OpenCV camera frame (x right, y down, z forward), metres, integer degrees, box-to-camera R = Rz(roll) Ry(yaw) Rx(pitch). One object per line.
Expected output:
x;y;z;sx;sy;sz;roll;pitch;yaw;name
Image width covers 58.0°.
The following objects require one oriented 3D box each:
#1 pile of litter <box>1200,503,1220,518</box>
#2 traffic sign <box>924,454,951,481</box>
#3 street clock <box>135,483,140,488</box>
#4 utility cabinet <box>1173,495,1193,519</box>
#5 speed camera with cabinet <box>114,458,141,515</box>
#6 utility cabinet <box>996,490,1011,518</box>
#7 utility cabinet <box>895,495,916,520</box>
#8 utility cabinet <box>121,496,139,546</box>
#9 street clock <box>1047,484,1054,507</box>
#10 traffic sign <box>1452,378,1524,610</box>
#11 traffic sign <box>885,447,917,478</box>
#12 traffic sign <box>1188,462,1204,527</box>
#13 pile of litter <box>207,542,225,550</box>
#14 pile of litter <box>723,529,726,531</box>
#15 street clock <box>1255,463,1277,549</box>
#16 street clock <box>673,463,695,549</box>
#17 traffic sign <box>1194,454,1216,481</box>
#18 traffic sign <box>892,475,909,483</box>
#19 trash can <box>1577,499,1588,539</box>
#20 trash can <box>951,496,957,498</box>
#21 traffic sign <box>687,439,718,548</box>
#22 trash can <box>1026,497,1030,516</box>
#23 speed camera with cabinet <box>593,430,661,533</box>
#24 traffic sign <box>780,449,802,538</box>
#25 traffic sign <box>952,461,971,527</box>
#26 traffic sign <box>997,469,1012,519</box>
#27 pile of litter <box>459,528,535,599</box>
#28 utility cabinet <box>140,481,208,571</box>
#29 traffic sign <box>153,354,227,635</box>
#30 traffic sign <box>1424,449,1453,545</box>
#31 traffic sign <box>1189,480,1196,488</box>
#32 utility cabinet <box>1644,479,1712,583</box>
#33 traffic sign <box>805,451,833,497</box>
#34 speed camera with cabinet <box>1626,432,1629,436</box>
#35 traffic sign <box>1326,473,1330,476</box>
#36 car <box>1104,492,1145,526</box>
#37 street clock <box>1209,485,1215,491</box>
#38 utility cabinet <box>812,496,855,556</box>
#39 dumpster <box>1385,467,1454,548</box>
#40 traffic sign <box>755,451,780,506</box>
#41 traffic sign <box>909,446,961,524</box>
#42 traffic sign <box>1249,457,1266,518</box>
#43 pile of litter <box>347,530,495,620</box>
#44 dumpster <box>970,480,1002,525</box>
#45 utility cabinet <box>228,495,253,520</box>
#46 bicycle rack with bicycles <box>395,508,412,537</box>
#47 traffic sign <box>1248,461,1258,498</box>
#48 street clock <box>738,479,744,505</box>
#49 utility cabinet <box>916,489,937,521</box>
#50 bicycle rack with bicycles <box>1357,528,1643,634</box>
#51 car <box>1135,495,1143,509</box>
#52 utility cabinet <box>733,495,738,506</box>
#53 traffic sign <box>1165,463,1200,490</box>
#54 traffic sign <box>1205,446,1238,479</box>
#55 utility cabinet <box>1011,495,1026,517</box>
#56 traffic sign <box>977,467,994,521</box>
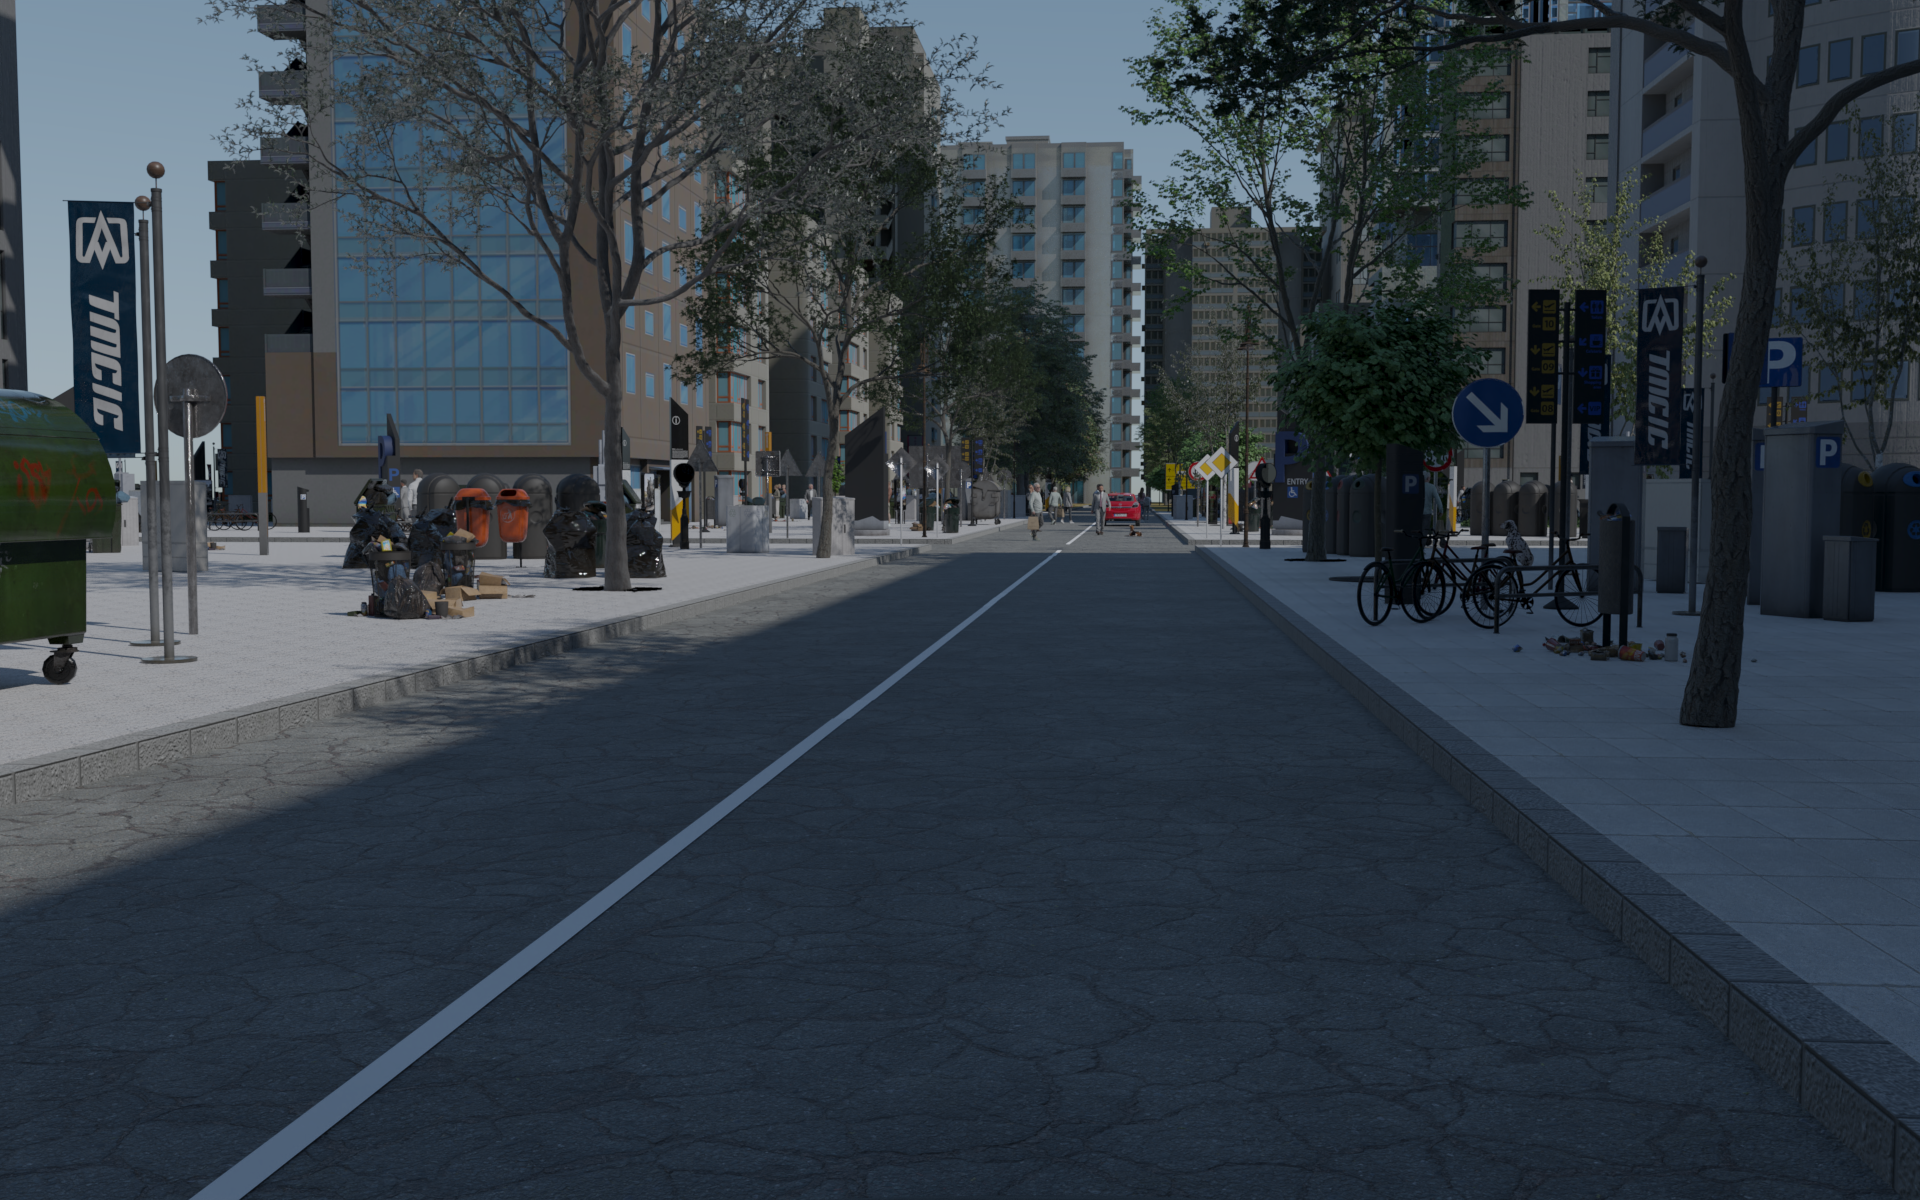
13.732;-4.872;93.630;1.719;0.858;1.176;-1;4;-15;pile of litter
-0.681;-2.980;50.912;0.795;2.593;0.064;0;4;6;traffic sign
-56.226;-6.959;118.344;0.471;2.002;0.358;1;4;14;street clock
11.355;-4.709;88.151;1.020;1.237;0.306;-2;4;-26;utility cabinet
-34.918;-4.824;73.200;2.038;3.252;0.660;2;4;34;speed camera with cabinet
2.173;-5.171;93.218;1.173;1.500;0.318;2;4;35;utility cabinet
-2.710;-4.618;86.662;1.020;1.237;0.306;1;4;18;utility cabinet
-20.904;-1.938;42.848;1.020;1.237;0.306;-3;5;-42;utility cabinet
6.418;-7.243;122.993;0.358;2.002;0.471;-2;4;-32;street clock
5.813;-1.164;19.137;0.768;2.556;0.104;1;4;12;traffic sign
-1.473;-2.494;42.966;0.795;2.593;0.064;0;4;6;traffic sign
9.337;-4.149;67.938;0.768;2.556;0.104;1;4;9;traffic sign
-17.671;-1.580;39.793;1.719;0.858;1.176;2;4;34;pile of litter
-7.547;-2.890;61.213;1.719;0.858;1.176;0;4;-7;pile of litter
7.119;-2.189;40.358;0.471;2.002;0.358;-2;4;-32;street clock
-6.412;-2.183;40.270;0.471;2.002;0.358;-1;4;-20;street clock
7.173;-2.931;50.111;0.795;2.593;0.064;0;4;6;traffic sign
-2.770;-4.962;81.130;0.884;2.594;0.081;1;4;9;traffic sign
18.179;-2.342;49.942;0.748;1.137;0.748;0;3;0;trash can
-0.191;-5.672;104.398;0.748;1.137;0.748;0;3;0;trash can
-6.161;-2.514;41.101;0.884;2.594;0.081;1;4;9;traffic sign
4.064;-5.519;101.881;0.748;1.137;0.748;0;3;0;trash can
-10.445;-3.665;54.262;2.038;3.252;0.660;-1;4;-12;speed camera with cabinet
-5.010;-3.072;50.235;0.884;2.594;0.081;1;4;14;traffic sign
0.037;-4.119;67.447;0.768;2.556;0.104;1;4;14;traffic sign
2.243;-5.353;87.621;0.768;2.556;0.104;0;4;7;traffic sign
-6.037;-0.443;21.208;1.719;0.858;1.176;-1;4;-15;pile of litter
-12.942;-1.215;28.545;1.173;1.500;0.318;2;4;24;utility cabinet
-7.006;-0.957;15.754;0.768;2.556;0.104;1;4;14;traffic sign
10.867;-2.415;39.590;0.768;2.556;0.104;1;4;15;traffic sign
13.368;-6.009;98.349;0.768;2.556;0.104;0;4;8;traffic sign
10.490;-1.012;25.222;0.318;1.500;1.173;-1;4;-17;utility cabinet
-4.286;-3.217;52.596;0.884;2.594;0.081;1;4;15;traffic sign
21.264;-3.659;54.164;0.660;3.252;2.038;0;4;3;speed camera with cabinet
14.139;-4.141;67.706;0.884;2.594;0.081;1;4;15;traffic sign
7.283;-4.246;78.466;2.155;1.783;4.494;0;4;6;car
16.852;-6.818;116.046;0.471;2.002;0.358;-1;4;-18;street clock
-2.651;-1.544;36.401;0.306;1.237;1.020;3;5;39;utility cabinet
11.005;-2.405;41.808;1.502;2.255;1.985;0;4;6;dumpster
-4.571;-2.386;41.145;0.606;2.300;0.079;1;4;12;traffic sign
-1.070;-4.842;73.038;2.265;3.308;0.079;1;4;15;traffic sign
10.523;-3.693;60.384;0.884;2.594;0.081;1;4;15;traffic sign
-5.818;-0.264;18.286;1.176;0.858;1.719;-2;4;-34;pile of litter
1.074;-4.090;72.631;1.264;1.857;1.865;0;4;6;dumpster
-34.128;-4.343;82.170;1.020;1.237;0.306;-1;4;-8;utility cabinet
-13.674;-1.838;43.439;2.925;0.926;2.852;-2;4;-28;bicycle rack with bicycles
11.456;-4.109;67.283;0.768;2.556;0.104;1;4;12;traffic sign
-10.208;-4.703;81.467;0.358;2.002;0.471;-2;4;-34;street clock
-1.563;-4.542;82.946;0.318;1.500;1.173;3;5;45;utility cabinet
5.172;-0.229;17.128;2.925;0.926;2.852;-1;4;-23;bicycle rack with bicycles
16.939;-9.489;167.501;2.083;1.381;4.827;0;4;7;car
-11.524;-4.651;87.208;0.306;1.237;1.020;1;4;20;utility cabinet
14.563;-7.305;113.304;2.265;3.308;0.079;1;4;13;traffic sign
6.381;-2.445;42.165;0.795;2.593;0.064;0;4;6;traffic sign
3.170;-5.259;97.141;1.020;1.237;0.306;-2;4;-27;utility cabinet
1.194;-5.023;82.137;0.884;2.594;0.081;1;4;11;traffic sign
